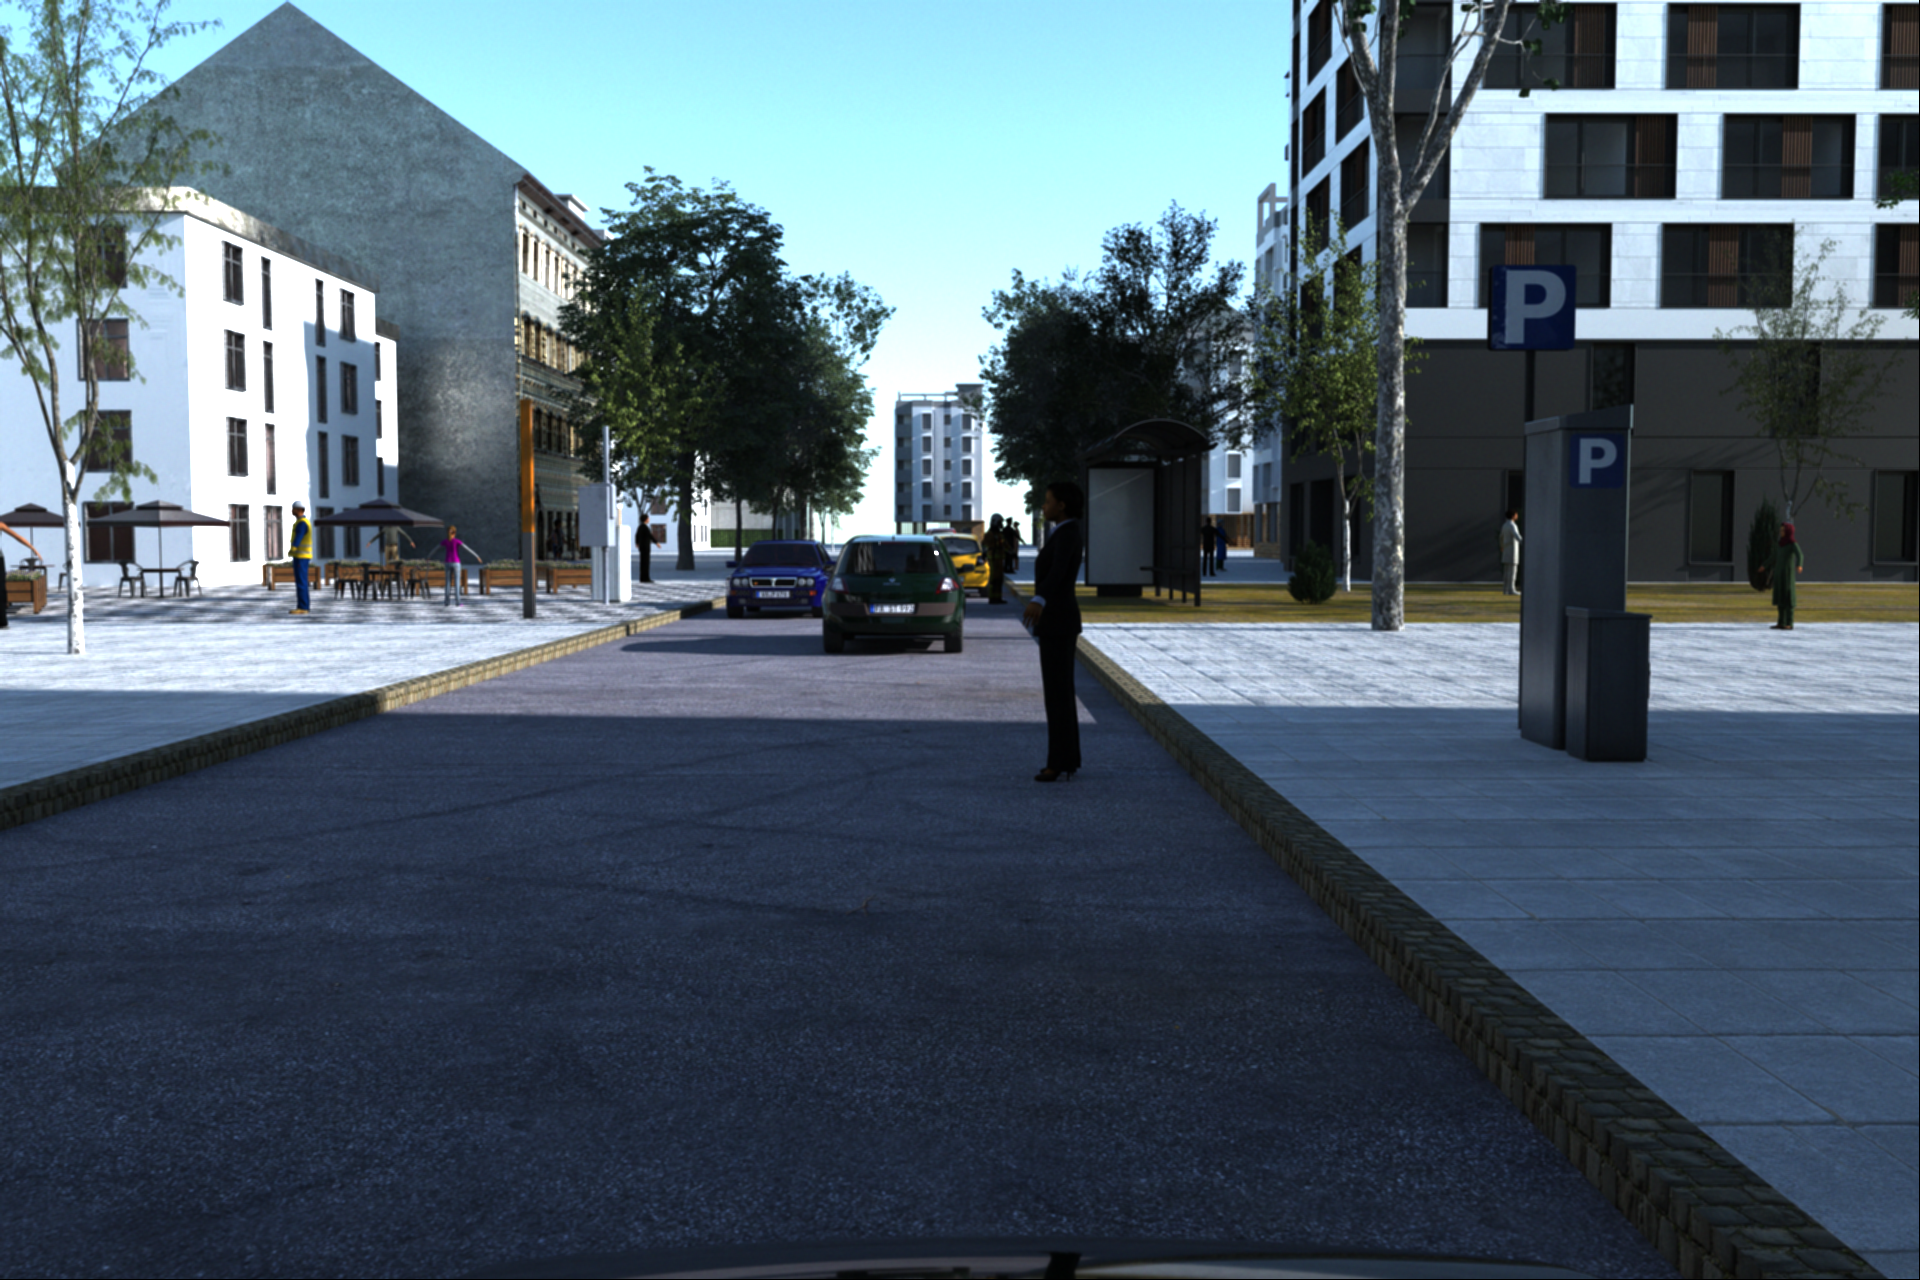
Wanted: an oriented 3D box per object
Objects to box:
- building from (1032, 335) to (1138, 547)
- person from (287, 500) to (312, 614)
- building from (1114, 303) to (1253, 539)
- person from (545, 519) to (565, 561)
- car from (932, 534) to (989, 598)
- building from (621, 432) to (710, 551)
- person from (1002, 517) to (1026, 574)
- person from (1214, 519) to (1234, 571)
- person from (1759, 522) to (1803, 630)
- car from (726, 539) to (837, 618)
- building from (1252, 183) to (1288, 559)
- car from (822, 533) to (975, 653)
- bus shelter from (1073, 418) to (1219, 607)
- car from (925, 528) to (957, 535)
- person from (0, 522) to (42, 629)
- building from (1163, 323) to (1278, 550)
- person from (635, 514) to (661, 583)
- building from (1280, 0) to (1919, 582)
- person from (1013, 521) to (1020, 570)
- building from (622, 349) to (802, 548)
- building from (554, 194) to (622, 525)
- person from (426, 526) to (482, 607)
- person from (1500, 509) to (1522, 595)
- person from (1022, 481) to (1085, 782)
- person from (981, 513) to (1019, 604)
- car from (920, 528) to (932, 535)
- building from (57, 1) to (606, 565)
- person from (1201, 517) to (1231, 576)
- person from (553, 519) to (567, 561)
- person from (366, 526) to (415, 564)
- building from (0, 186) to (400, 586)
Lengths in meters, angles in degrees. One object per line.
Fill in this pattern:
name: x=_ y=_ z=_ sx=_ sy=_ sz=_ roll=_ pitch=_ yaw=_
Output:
building: x=21.916 y=-21.396 z=193.804 sx=27.936 sy=21.610 sz=32.646 roll=0 pitch=4 yaw=0
person: x=-10.634 y=-1.338 z=27.844 sx=0.705 sy=1.833 sz=1.349 roll=-1 pitch=4 yaw=-16
building: x=23.150 y=-20.620 z=168.067 sx=19.493 sy=23.208 sz=18.063 roll=0 pitch=4 yaw=-1
person: x=-15.018 y=-3.585 z=64.466 sx=0.705 sy=1.847 sz=1.347 roll=-3 pitch=5 yaw=-42
car: x=-0.189 y=-1.844 z=40.367 sx=2.015 sy=1.641 sz=3.980 roll=0 pitch=4 yaw=0
building: x=-26.032 y=-12.686 z=149.557 sx=9.099 sy=9.664 sz=28.070 roll=0 pitch=3 yaw=0
person: x=1.612 y=-3.069 z=56.111 sx=0.705 sy=1.837 sz=1.347 roll=-3 pitch=5 yaw=-40
person: x=9.076 y=-3.304 z=60.144 sx=0.704 sy=1.817 sz=1.347 roll=3 pitch=4 yaw=38
person: x=11.034 y=-0.860 z=23.278 sx=0.599 sy=1.438 sz=0.989 roll=0 pitch=4 yaw=-4
car: x=-3.117 y=-1.115 z=30.812 sx=1.945 sy=1.354 sz=3.894 roll=0 pitch=4 yaw=0
building: x=21.339 y=-14.568 z=94.605 sx=16.016 sy=20.090 sz=11.380 roll=0 pitch=4 yaw=0
car: x=-0.808 y=-0.765 z=22.292 sx=2.009 sy=1.686 sz=4.222 roll=0 pitch=4 yaw=0
bus shelter: x=3.419 y=-2.388 z=32.975 sx=2.014 sy=3.302 sz=5.546 roll=0 pitch=4 yaw=-2
car: x=-1.037 y=-5.920 z=105.465 sx=2.281 sy=1.827 sz=5.304 roll=0 pitch=4 yaw=0
person: x=-13.090 y=-1.015 z=23.400 sx=1.217 sy=1.737 sz=0.721 roll=-2 pitch=4 yaw=-25
building: x=23.413 y=-18.326 z=156.050 sx=16.016 sy=20.090 sz=11.380 roll=0 pitch=4 yaw=0
person: x=-8.275 y=-2.413 z=45.631 sx=0.705 sy=1.806 sz=1.347 roll=-3 pitch=4 yaw=-36
building: x=25.105 y=-13.312 z=61.622 sx=27.936 sy=21.610 sz=32.646 roll=0 pitch=4 yaw=0
person: x=1.909 y=-3.364 z=61.804 sx=0.721 sy=1.733 sz=1.217 roll=-1 pitch=4 yaw=-16
building: x=-25.735 y=-19.135 z=179.320 sx=16.747 sy=18.905 sz=31.486 roll=0 pitch=4 yaw=0
building: x=-26.594 y=-14.760 z=97.739 sx=16.016 sy=20.090 sz=11.380 roll=0 pitch=4 yaw=0
person: x=-8.971 y=-1.309 z=30.675 sx=0.991 sy=1.433 sz=0.599 roll=0 pitch=3 yaw=0
person: x=11.663 y=-1.859 z=36.584 sx=0.705 sy=1.806 sz=1.347 roll=0 pitch=4 yaw=-5
person: x=0.508 y=-0.059 z=10.142 sx=0.721 sy=1.740 sz=1.216 roll=1 pitch=4 yaw=9
person: x=0.766 y=-1.667 z=35.482 sx=0.705 sy=1.858 sz=1.354 roll=2 pitch=4 yaw=32
car: x=-1.419 y=-6.249 z=110.839 sx=2.281 sy=1.827 sz=5.304 roll=0 pitch=4 yaw=-1
building: x=-27.860 y=-15.299 z=81.067 sx=19.493 sy=23.208 sz=18.063 roll=0 pitch=4 yaw=-1
person: x=7.612 y=-2.857 z=52.942 sx=1.346 sy=1.802 sz=0.704 roll=2 pitch=4 yaw=30
person: x=-14.545 y=-3.472 z=62.913 sx=0.704 sy=1.843 sz=1.345 roll=0 pitch=4 yaw=2
person: x=-15.729 y=-2.547 z=47.917 sx=1.348 sy=1.796 sz=0.705 roll=0 pitch=4 yaw=2
building: x=-23.271 y=-6.965 z=56.022 sx=9.099 sy=9.664 sz=28.070 roll=0 pitch=4 yaw=0
